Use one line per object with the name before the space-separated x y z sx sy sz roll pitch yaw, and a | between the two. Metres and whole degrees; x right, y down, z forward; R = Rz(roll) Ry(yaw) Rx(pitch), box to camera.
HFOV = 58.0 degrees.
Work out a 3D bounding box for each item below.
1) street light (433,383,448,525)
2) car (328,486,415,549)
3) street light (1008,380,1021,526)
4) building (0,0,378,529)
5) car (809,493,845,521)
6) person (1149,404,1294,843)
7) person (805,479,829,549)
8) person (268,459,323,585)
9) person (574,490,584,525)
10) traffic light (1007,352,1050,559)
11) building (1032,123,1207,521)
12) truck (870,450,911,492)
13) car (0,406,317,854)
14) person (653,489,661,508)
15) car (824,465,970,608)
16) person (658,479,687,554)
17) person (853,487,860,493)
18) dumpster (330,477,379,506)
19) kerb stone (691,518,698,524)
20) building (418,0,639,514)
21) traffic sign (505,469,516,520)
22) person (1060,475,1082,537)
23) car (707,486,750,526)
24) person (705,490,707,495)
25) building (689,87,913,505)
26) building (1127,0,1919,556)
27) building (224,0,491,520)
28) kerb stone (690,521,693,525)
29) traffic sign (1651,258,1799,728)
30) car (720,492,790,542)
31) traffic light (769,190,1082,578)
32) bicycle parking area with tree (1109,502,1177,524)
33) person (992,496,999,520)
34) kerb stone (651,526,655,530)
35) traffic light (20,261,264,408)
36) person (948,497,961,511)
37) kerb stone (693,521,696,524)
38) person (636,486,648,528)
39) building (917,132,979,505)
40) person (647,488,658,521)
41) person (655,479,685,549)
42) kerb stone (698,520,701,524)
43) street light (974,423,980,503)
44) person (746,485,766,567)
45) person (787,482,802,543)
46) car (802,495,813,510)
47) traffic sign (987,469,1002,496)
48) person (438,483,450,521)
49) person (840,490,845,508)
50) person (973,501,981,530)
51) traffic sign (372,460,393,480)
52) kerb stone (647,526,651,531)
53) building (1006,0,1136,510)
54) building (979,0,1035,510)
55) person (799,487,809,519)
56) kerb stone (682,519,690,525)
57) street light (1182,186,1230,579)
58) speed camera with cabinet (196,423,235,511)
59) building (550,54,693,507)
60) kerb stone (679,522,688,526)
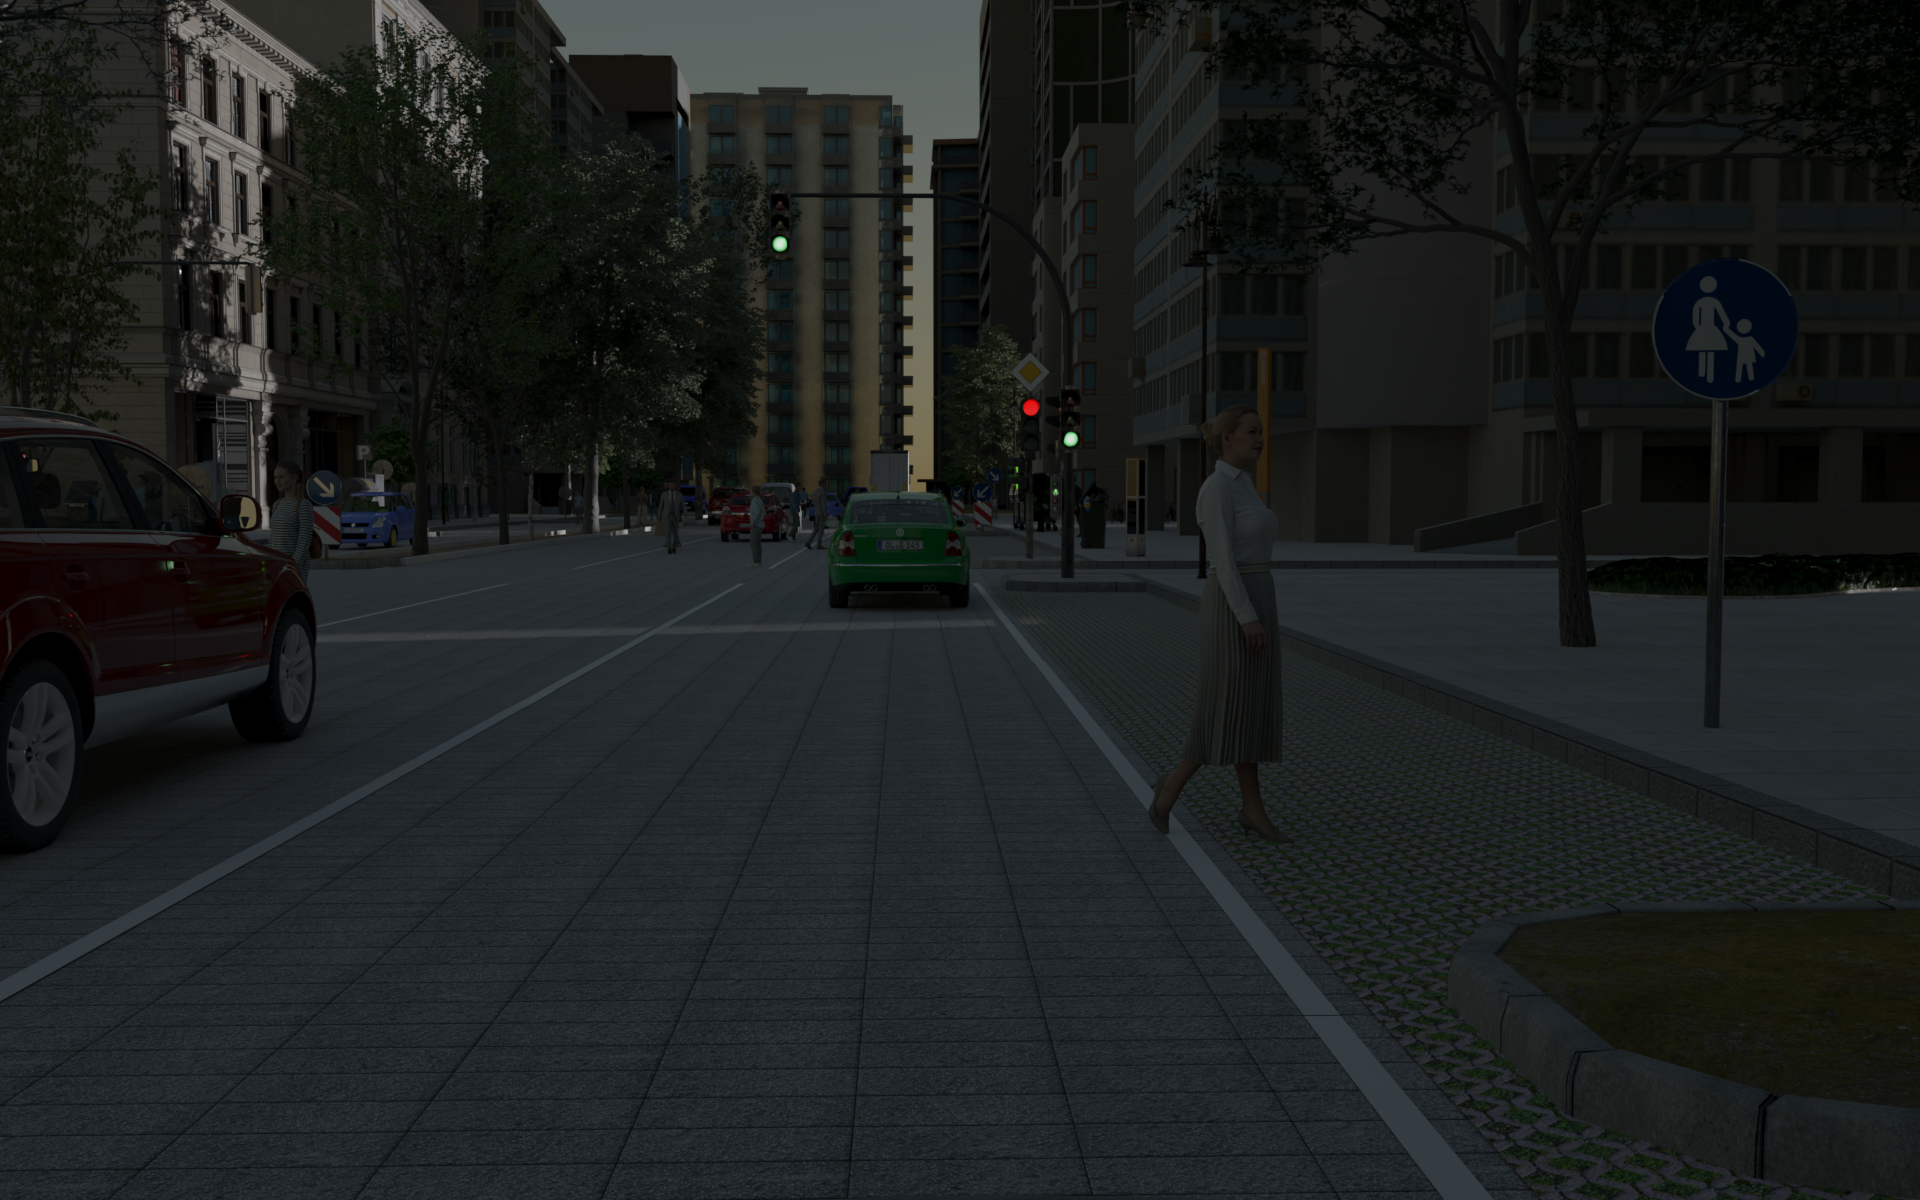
street light | -21.546 -6.077 72.142 0.468 5.910 1.993 0 4 -2
car | -15.553 -2.226 45.980 1.945 1.707 3.694 0 4 -2
street light | 2.212 -5.961 70.256 0.468 5.910 1.993 0 4 -2
building | -29.652 -12.533 55.818 10.553 20.767 40.483 0 4 -2
car | -7.141 -5.086 92.745 1.945 1.707 3.694 0 4 -1
person | 1.075 0.096 7.158 0.641 1.798 0.478 3 4 37
person | -3.611 -2.219 44.904 0.853 1.813 0.709 -3 5 -42
person | -5.210 -0.244 13.490 0.512 1.701 0.522 2 4 31
person | -17.820 -4.317 80.893 0.589 1.601 0.330 2 4 35
traffic light | 1.369 -2.782 34.411 0.839 4.253 0.868 0 4 -2
building | 18.874 -15.342 95.886 27.650 21.520 28.899 0 4 -2
truck | -4.686 -7.760 115.785 2.839 4.237 11.283 0 4 -2
car | -4.773 0.017 8.391 2.281 1.827 5.304 0 4 -3
person | -28.456 -9.537 162.061 0.705 1.812 1.348 2 4 25
car | -0.849 -0.881 23.204 1.959 1.807 4.718 0 4 -3
person | -6.911 -2.009 41.613 0.678 1.792 0.850 -1 4 -14
person | -5.861 -5.477 98.071 0.581 1.822 0.654 3 5 43
dumpster | -21.099 -3.333 60.249 1.264 1.857 1.865 0 4 -2
kerb stone | -12.666 -3.674 82.281 0.120 0.150 1.000 0 4 -2
building | -43.771 -27.635 143.706 32.217 40.220 23.993 0 4 -2
traffic sign | -22.058 -5.163 84.523 0.768 2.556 0.104 0 4 1
person | 3.355 -2.801 51.622 0.755 1.850 0.659 3 4 36
car | -10.523 -4.373 80.177 2.281 1.827 5.304 0 4 -3
person | -25.575 -10.183 173.452 0.530 1.710 0.541 -1 4 -22
building | -20.845 -35.910 206.738 30.456 49.044 23.786 0 4 -2
building | 18.028 -21.972 51.121 23.993 40.220 32.217 0 4 -2
building | -32.136 -18.342 85.795 13.634 28.700 20.117 0 4 -2
kerb stone | -12.602 -3.547 80.238 0.120 0.150 1.000 0 4 -2
traffic sign | 4.135 -0.571 9.450 0.768 2.556 0.104 0 4 6
car | -6.303 -2.709 53.339 2.155 1.783 4.494 0 4 -1
traffic light | -0.466 -3.153 26.222 4.771 5.953 1.251 0 4 -2
bicycle parking area with tree | 11.063 -5.530 77.420 8.231 4.147 9.016 2 4 32
person | 1.648 -4.487 84.420 0.382 1.210 0.505 -3 4 -36
kerb stone | -12.211 -2.795 67.934 0.120 0.150 1.000 0 4 -2
traffic light | -16.094 -3.621 33.878 4.771 5.953 1.251 0 4 -2
person | -0.522 -5.459 97.967 0.699 1.804 1.509 -3 5 -44
kerb stone | -12.637 -3.603 81.260 0.120 0.150 1.000 0 4 -2
person | -13.486 -3.947 73.584 0.519 1.759 0.362 0 4 6
building | 9.292 -33.814 207.476 28.867 44.769 22.147 0 4 -2
person | -16.611 -5.179 93.523 0.623 1.781 0.721 1 4 13
person | -7.468 -2.206 44.545 0.713 1.824 0.794 1 4 18
kerb stone | -12.705 -3.737 83.317 0.120 0.150 1.000 0 4 -2
street light | 1.050 -8.296 108.421 0.468 5.910 1.993 0 4 -2
person | -4.007 -1.453 34.065 0.330 1.601 0.589 1 4 18
person | -4.853 -2.562 50.734 0.444 1.785 0.601 0 4 6
car | -13.171 -8.641 153.857 1.945 1.354 3.894 0 4 0
traffic sign | 1.716 -5.280 86.426 0.768 2.556 0.104 0 4 7
person | -24.012 -4.567 80.967 0.600 1.795 0.529 2 4 27
person | -11.358 -9.715 167.353 0.705 1.823 1.348 -1 4 -18
person | 0.755 -3.418 68.649 0.475 1.303 0.640 -2 4 -26
traffic sign | -21.343 -3.908 63.999 0.768 2.556 0.104 0 4 0
kerb stone | -12.184 -2.735 66.909 0.120 0.150 1.000 0 4 -2
building | 12.654 -44.841 171.398 20.563 71.187 20.611 0 4 -2
building | 12.774 -32.252 151.017 21.300 48.544 21.600 0 4 -2
person | -9.164 -5.669 101.205 0.660 1.820 0.620 -1 4 -20
kerb stone | -12.575 -3.487 79.212 0.120 0.150 1.000 0 4 -2
street light | 3.684 -3.263 26.131 0.468 5.910 1.993 0 4 -2
speed camera with cabinet | -21.147 -3.355 49.192 0.660 3.252 2.038 -1 4 -10
building | -35.011 -32.072 174.486 14.200 45.320 14.600 0 4 -2
kerb stone | -12.537 -3.424 78.190 0.120 0.150 1.000 0 4 -2
